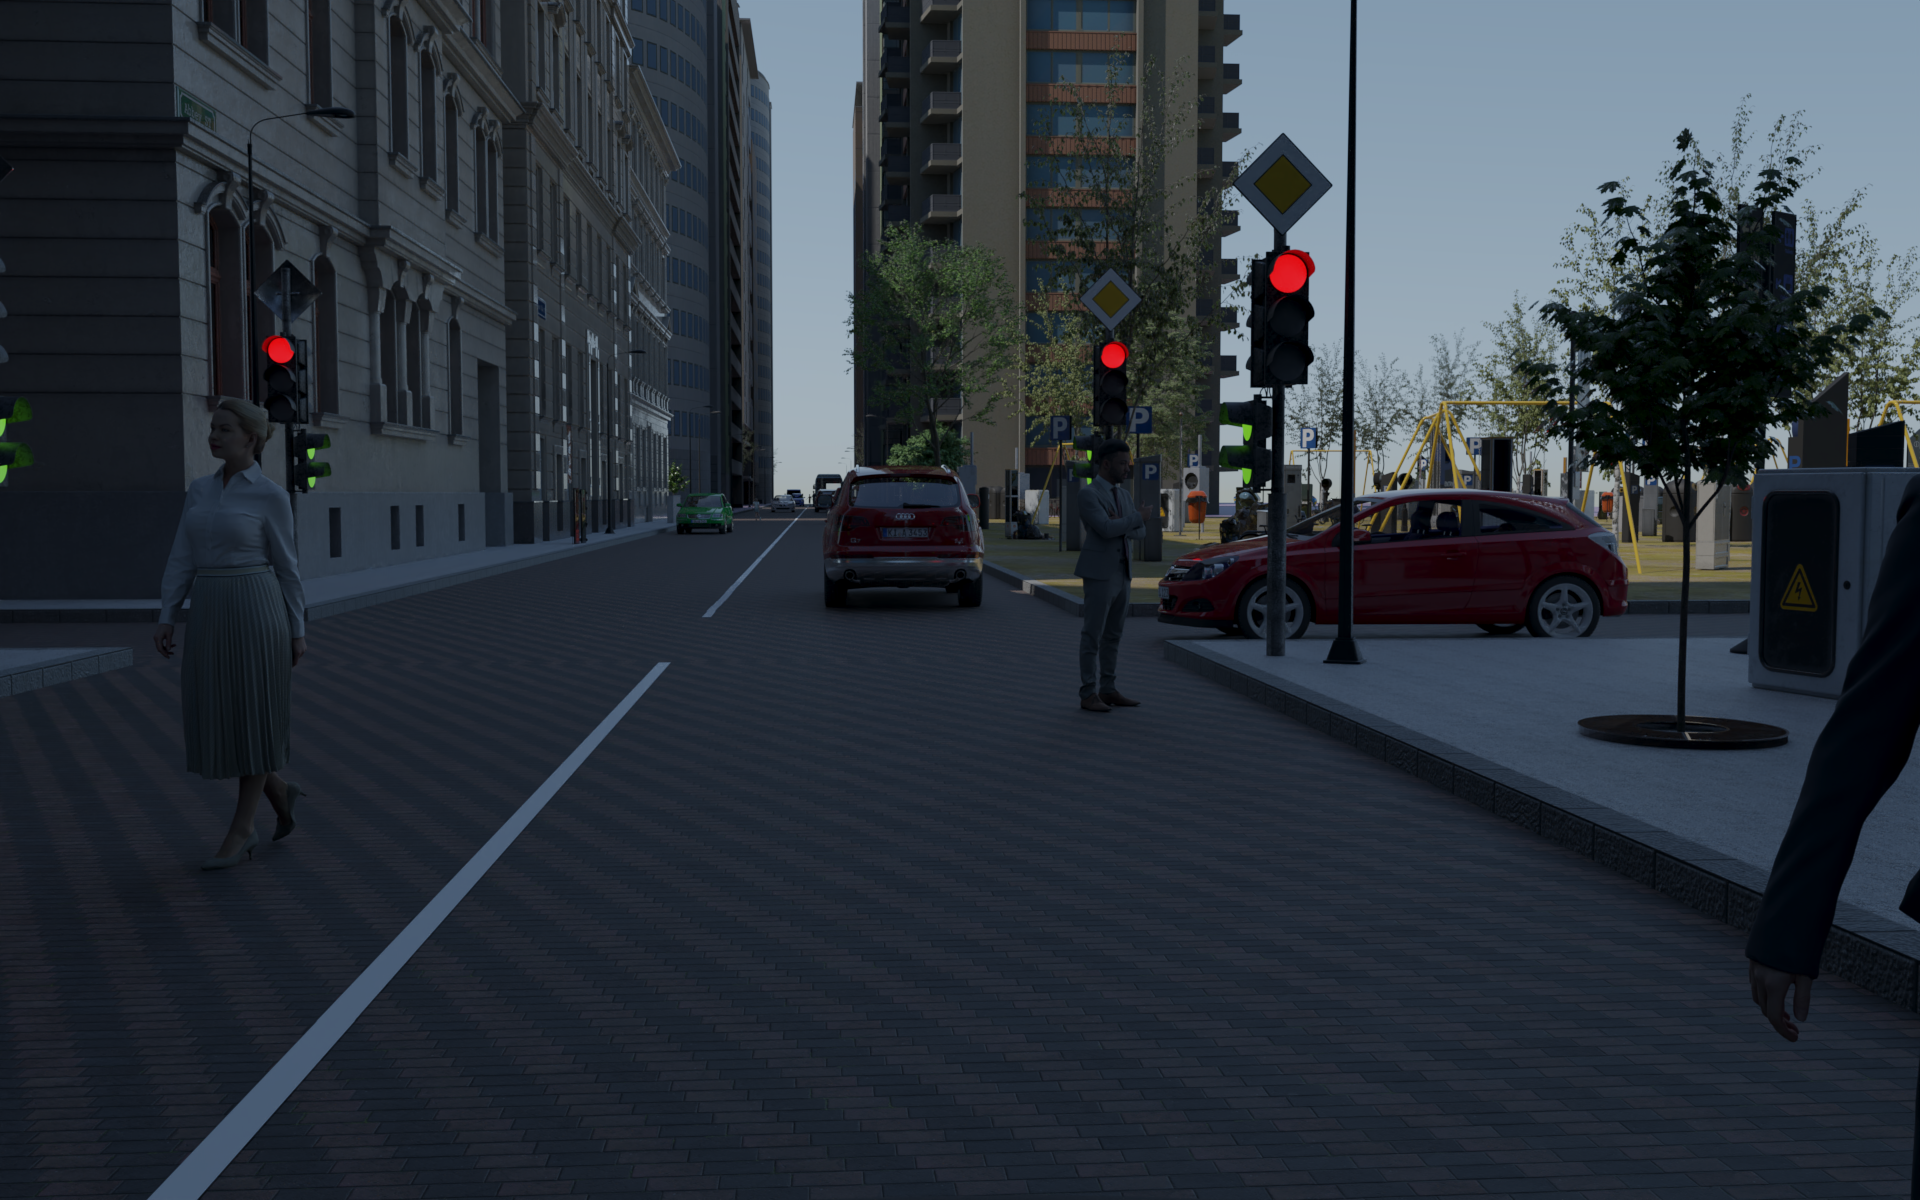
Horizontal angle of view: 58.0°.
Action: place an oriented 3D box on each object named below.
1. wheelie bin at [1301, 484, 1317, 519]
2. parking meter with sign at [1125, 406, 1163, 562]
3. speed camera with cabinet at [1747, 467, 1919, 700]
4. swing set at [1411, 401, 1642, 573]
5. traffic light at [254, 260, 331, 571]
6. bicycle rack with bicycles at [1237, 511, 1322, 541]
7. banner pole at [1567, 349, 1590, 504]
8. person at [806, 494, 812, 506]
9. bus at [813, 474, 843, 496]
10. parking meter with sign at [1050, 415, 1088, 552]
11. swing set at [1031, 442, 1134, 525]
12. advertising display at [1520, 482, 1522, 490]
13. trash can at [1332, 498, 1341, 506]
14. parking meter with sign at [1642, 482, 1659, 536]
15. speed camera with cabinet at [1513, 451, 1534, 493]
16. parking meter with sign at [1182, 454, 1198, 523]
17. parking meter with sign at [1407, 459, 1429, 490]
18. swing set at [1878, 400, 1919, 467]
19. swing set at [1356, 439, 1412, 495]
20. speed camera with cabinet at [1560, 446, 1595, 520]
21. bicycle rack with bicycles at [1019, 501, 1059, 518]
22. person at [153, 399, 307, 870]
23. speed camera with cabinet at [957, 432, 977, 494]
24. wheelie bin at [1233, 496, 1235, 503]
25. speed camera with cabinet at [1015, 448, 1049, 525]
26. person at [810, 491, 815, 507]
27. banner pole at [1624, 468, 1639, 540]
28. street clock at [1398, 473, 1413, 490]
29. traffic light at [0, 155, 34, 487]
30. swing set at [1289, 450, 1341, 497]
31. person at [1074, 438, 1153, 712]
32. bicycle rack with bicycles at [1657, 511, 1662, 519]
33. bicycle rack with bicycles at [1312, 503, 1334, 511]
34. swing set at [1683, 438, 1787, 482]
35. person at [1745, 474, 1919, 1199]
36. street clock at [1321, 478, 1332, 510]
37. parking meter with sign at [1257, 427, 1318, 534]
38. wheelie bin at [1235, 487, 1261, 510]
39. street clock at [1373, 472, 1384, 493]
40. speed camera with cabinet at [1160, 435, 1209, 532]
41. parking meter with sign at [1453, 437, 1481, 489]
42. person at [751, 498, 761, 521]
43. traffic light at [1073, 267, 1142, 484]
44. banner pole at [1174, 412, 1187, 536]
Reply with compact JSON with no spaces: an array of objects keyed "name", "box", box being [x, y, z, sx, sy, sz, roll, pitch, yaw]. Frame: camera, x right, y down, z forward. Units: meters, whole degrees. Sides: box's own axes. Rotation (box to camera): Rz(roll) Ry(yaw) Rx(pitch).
[{"name":"wheelie bin","box":[10.410,-2.752,52.903,0.980,1.594,0.693,1,4,13]},{"name":"parking meter with sign","box":[3.606,-2.282,33.573,0.543,3.016,1.738,0,4,-5]},{"name":"speed camera with cabinet","box":[5.778,-0.991,10.534,0.660,3.252,2.038,-1,4,-17]},{"name":"swing set","box":[9.656,-1.936,29.274,3.119,2.851,2.862,0,4,-3]},{"name":"traffic light","box":[-8.033,-1.950,20.796,0.839,4.253,0.868,0,4,-5]},{"name":"bicycle rack with bicycles","box":[6.146,-1.046,30.491,2.925,0.926,2.852,0,4,2]},{"name":"banner pole","box":[8.523,-2.072,23.894,0.401,3.779,0.863,3,5,42]},{"name":"person","box":[-17.824,-11.824,205.088,1.065,1.426,0.557,3,5,44]},{"name":"bus","box":[-12.514,-10.386,164.672,2.948,3.499,13.247,0,4,-5]},{"name":"parking meter with sign","box":[2.783,-2.622,39.133,0.543,3.016,1.738,3,5,41]},{"name":"swing set","box":[3.949,-3.360,52.557,2.862,2.851,3.119,-3,4,-38]},{"name":"advertising display","box":[29.280,-5.187,90.027,0.123,1.923,0.974,0,4,-1]},{"name":"trash can","box":[12.917,-2.863,58.467,0.748,1.137,0.748,0,3,0]},{"name":"parking meter with sign","box":[21.179,-3.479,53.148,0.543,3.016,1.738,1,4,22]},{"name":"speed camera with cabinet","box":[26.008,-5.212,79.547,2.038,3.252,0.660,-3,5,-42]},{"name":"parking meter with sign","box":[9.982,-4.894,76.273,0.543,3.016,1.738,-1,4,-12]},{"name":"parking meter with sign","box":[22.454,-5.506,86.278,1.738,3.016,0.543,-2,4,-25]},{"name":"swing set","box":[17.042,-1.936,29.278,3.119,2.851,2.862,-1,4,-12]},{"name":"swing set","box":[9.183,-2.197,33.538,2.862,2.851,3.119,1,4,9]},{"name":"speed camera with cabinet","box":[25.614,-4.740,71.842,2.038,3.252,0.660,-3,5,-45]},{"name":"bicycle rack with bicycles","box":[3.933,-4.910,93.662,2.852,0.926,2.925,-2,4,-27]},{"name":"person","box":[-2.820,0.115,6.846,0.478,1.798,0.641,1,4,20]},{"name":"speed camera with cabinet","box":[0.124,-3.770,55.975,0.660,3.252,2.038,0,4,-6]},{"name":"wheelie bin","box":[12.449,-4.163,75.973,0.980,1.594,0.693,1,4,19]},{"name":"speed camera with cabinet","box":[2.954,-4.833,73.352,0.660,3.252,2.038,-2,4,-34]},{"name":"person","box":[-16.327,-11.278,192.981,0.705,1.814,1.350,1,4,20]},{"name":"banner pole","box":[18.869,-3.594,48.779,0.401,3.779,0.863,0,4,-1]},{"name":"street clock","box":[15.161,-3.331,59.026,0.471,2.002,0.358,0,4,-3]},{"name":"traffic light","box":[-7.387,-1.463,12.837,0.839,4.253,0.868,0,4,-5]},{"name":"swing set","box":[13.322,-3.919,61.703,3.119,2.851,2.862,0,4,-2]},{"name":"person","box":[1.035,-0.173,11.513,0.466,1.800,0.511,2,4,27]},{"name":"bicycle rack with bicycles","box":[27.868,-3.242,66.390,2.852,0.926,2.925,0,4,-8]},{"name":"bicycle rack with bicycles","box":[15.842,-3.644,72.956,2.925,0.926,2.852,-2,4,-33]},{"name":"swing set","box":[22.637,-3.202,49.969,2.862,2.851,3.119,0,4,-5]},{"name":"person","box":[1.291,0.420,2.060,0.576,1.772,0.534,-1,4,-16]},{"name":"street clock","box":[16.790,-4.575,79.371,0.471,2.002,0.358,3,5,44]},{"name":"parking meter with sign","box":[8.486,-2.983,45.040,1.738,3.016,0.543,-2,4,-35]},{"name":"wheelie bin","box":[10.394,-3.315,62.102,0.693,1.594,0.980,1,4,19]},{"name":"street clock","box":[13.987,-3.260,57.875,0.358,2.002,0.471,3,4,36]},{"name":"speed camera with cabinet","box":[7.387,-3.909,58.240,0.660,3.252,2.038,-3,5,-45]},{"name":"parking meter with sign","box":[15.675,-3.525,53.898,0.543,3.016,1.738,0,4,-6]},{"name":"person","box":[-10.999,-4.884,93.368,0.505,1.210,0.382,-1,4,-22]},{"name":"traffic light","box":[1.844,-1.999,21.611,0.839,4.253,0.868,0,4,-5]},{"name":"banner pole","box":[6.739,-3.841,52.813,0.401,3.779,0.863,0,4,4]}]
